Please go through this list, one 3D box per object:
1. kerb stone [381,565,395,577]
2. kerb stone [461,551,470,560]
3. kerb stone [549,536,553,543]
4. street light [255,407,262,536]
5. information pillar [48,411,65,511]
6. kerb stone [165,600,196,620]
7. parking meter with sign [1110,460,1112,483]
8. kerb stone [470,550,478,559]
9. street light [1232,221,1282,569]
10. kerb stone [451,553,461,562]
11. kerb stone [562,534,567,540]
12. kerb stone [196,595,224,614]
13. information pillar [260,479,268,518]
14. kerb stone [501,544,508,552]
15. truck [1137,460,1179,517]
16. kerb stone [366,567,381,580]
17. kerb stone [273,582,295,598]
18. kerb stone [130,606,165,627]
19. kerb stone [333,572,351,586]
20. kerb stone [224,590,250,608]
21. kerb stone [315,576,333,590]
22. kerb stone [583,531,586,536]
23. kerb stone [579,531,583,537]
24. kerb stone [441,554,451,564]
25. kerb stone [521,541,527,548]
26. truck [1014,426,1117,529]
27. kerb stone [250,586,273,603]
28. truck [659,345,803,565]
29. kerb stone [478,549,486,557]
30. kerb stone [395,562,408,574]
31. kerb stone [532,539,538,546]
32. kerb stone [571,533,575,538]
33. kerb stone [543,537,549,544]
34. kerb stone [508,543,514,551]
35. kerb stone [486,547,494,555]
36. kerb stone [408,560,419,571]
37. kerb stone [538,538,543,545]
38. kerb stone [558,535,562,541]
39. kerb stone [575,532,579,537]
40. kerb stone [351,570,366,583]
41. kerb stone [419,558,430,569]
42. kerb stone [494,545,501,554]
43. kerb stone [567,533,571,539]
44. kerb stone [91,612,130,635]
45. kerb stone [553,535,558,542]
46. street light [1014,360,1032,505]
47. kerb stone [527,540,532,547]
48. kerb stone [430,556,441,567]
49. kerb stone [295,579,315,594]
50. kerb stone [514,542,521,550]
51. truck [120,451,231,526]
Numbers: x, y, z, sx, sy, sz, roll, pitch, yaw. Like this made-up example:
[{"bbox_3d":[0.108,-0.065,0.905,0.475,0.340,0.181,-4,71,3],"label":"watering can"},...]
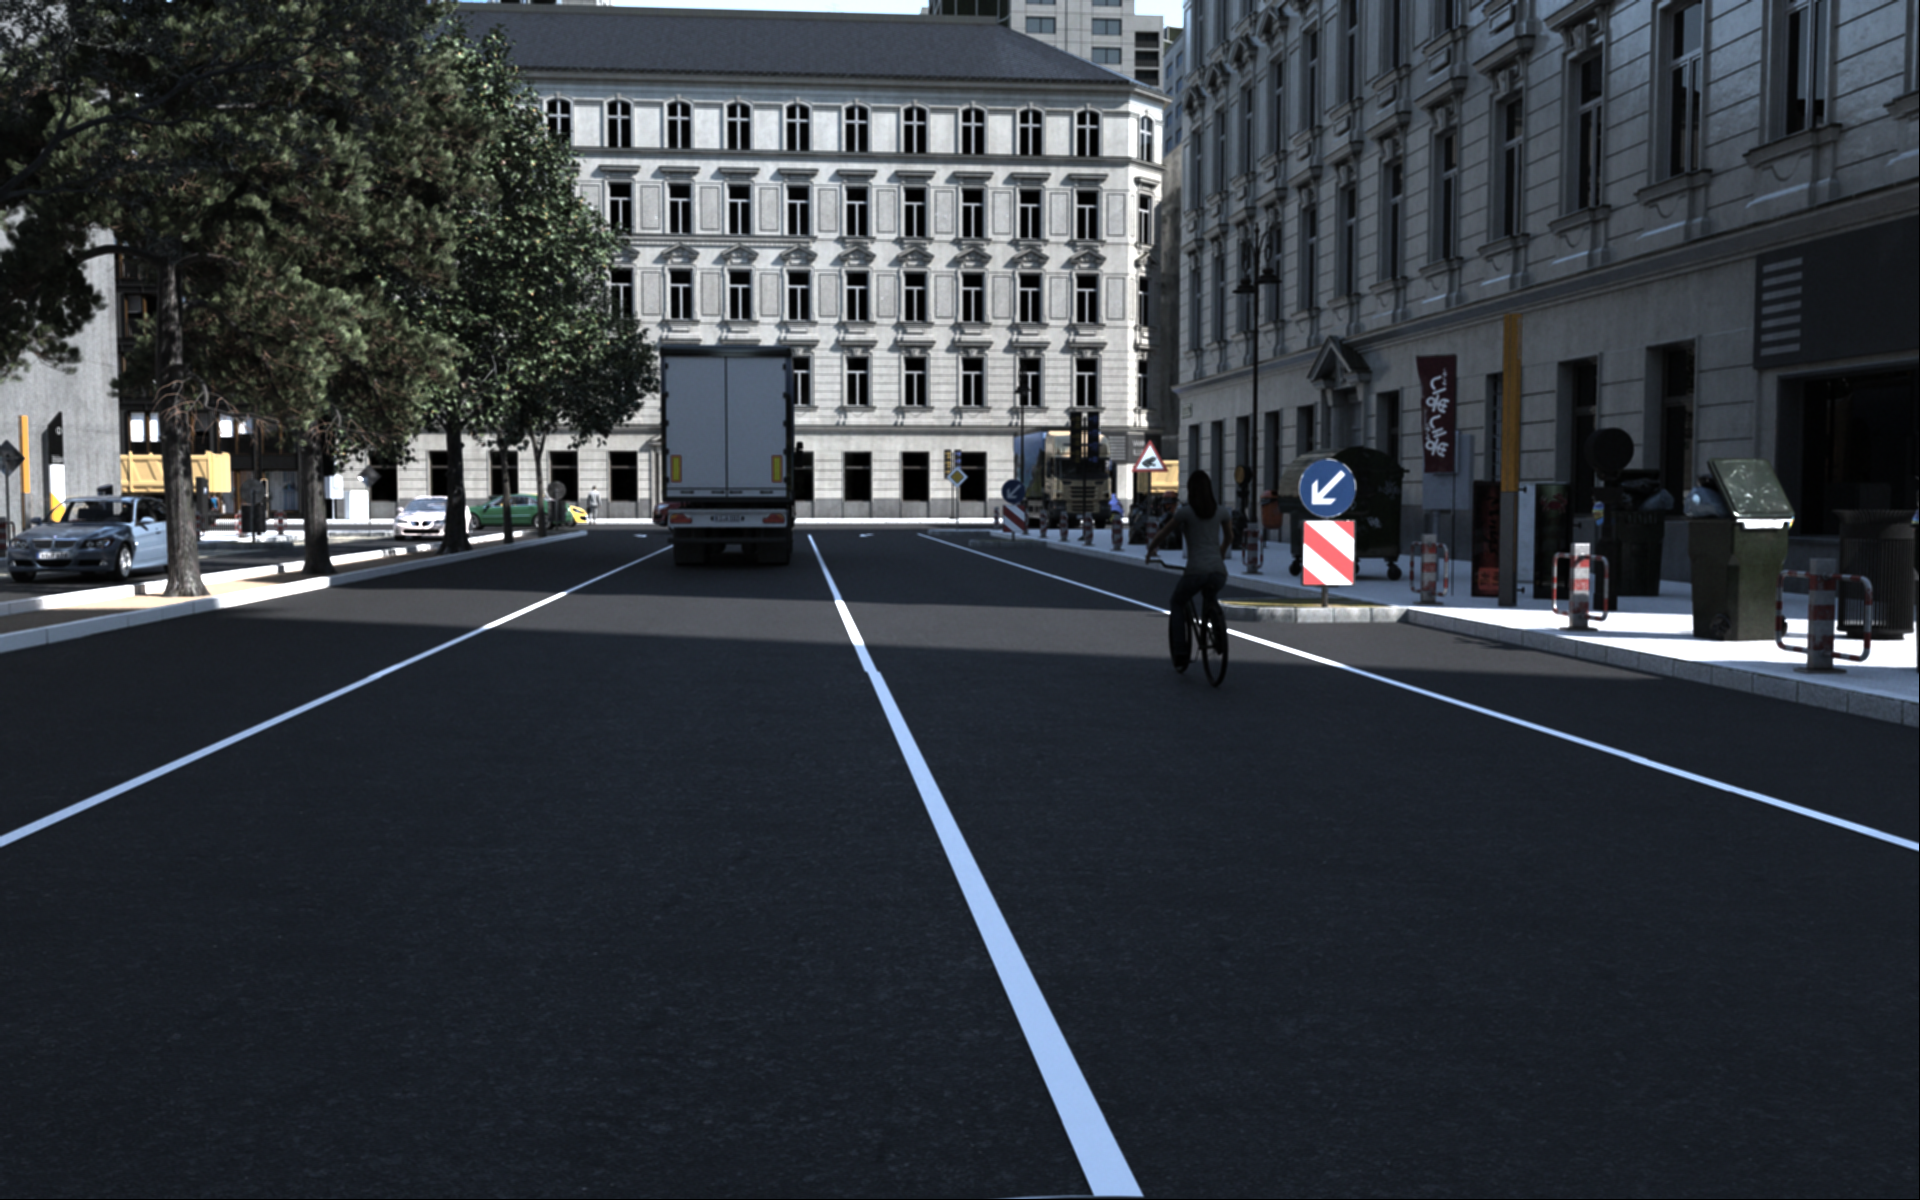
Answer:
[{"bbox_3d":[-10.141,-0.499,30.381,0.120,0.150,1.000,0,4,-6],"label":"kerb stone"},{"bbox_3d":[-10.840,-0.939,37.542,0.120,0.150,1.000,0,4,-6],"label":"kerb stone"},{"bbox_3d":[-12.148,-1.752,50.841,0.120,0.150,1.000,0,4,-6],"label":"kerb stone"},{"bbox_3d":[-21.701,-4.932,53.432,0.468,5.910,1.993,0,4,-6],"label":"street light"},{"bbox_3d":[-25.493,-3.519,48.895,0.183,3.616,0.504,1,4,13],"label":"information pillar"},{"bbox_3d":[-9.141,0.133,20.113,0.120,0.150,1.000,0,4,-6],"label":"kerb stone"},{"bbox_3d":[7.375,-5.563,87.208,0.543,3.016,1.738,0,4,3],"label":"parking meter with sign"},{"bbox_3d":[-10.937,-1.001,38.563,0.120,0.150,1.000,0,4,-6],"label":"kerb stone"},{"bbox_3d":[5.059,-3.479,29.671,0.468,5.910,1.993,0,4,-6],"label":"street light"},{"bbox_3d":[-10.741,-0.876,36.517,0.120,0.150,1.000,0,4,-6],"label":"kerb stone"},{"bbox_3d":[-12.451,-1.941,53.924,0.120,0.150,1.000,0,4,-6],"label":"kerb stone"},{"bbox_3d":[-9.233,0.065,21.134,0.120,0.150,1.000,0,4,-6],"label":"kerb stone"},{"bbox_3d":[-34.543,-4.985,85.999,0.304,2.012,0.304,-2,4,-24],"label":"information pillar"},{"bbox_3d":[-11.348,-1.246,42.652,0.120,0.150,1.000,0,4,-6],"label":"kerb stone"},{"bbox_3d":[13.353,-5.221,81.284,9.791,3.379,3.469,0,4,-5],"label":"truck"},{"bbox_3d":[-10.036,-0.438,29.354,0.120,0.150,1.000,0,4,-6],"label":"kerb stone"},{"bbox_3d":[-9.539,-0.120,24.211,0.120,0.150,1.000,0,4,-6],"label":"kerb stone"},{"bbox_3d":[-9.036,0.196,19.087,0.120,0.150,1.000,0,4,-6],"label":"kerb stone"},{"bbox_3d":[-9.835,-0.308,27.298,0.120,0.150,1.000,0,4,-6],"label":"kerb stone"},{"bbox_3d":[-9.332,0.002,22.162,0.120,0.150,1.000,0,4,-6],"label":"kerb stone"},{"bbox_3d":[-9.738,-0.249,26.261,0.120,0.150,1.000,0,4,-6],"label":"kerb stone"},{"bbox_3d":[-12.944,-2.251,59.049,0.120,0.150,1.000,0,4,-6],"label":"kerb stone"},{"bbox_3d":[-12.852,-2.183,58.017,0.120,0.150,1.000,0,4,-6],"label":"kerb stone"},{"bbox_3d":[-10.641,-0.809,35.497,0.120,0.150,1.000,0,4,-6],"label":"kerb stone"},{"bbox_3d":[-11.647,-1.439,45.721,0.120,0.150,1.000,0,4,-6],"label":"kerb stone"},{"bbox_3d":[4.314,-5.175,73.520,2.839,4.237,11.283,0,4,-7],"label":"truck"},{"bbox_3d":[-9.437,-0.060,23.182,0.120,0.150,1.000,0,4,-6],"label":"kerb stone"},{"bbox_3d":[-4.894,-3.015,38.215,2.839,4.237,11.283,0,4,-5],"label":"truck"},{"bbox_3d":[-11.040,-1.063,39.583,0.120,0.150,1.000,0,4,-6],"label":"kerb stone"},{"bbox_3d":[-10.235,-0.560,31.402,0.120,0.150,1.000,0,4,-6],"label":"kerb stone"},{"bbox_3d":[-11.838,-1.563,47.763,0.120,0.150,1.000,0,4,-6],"label":"kerb stone"},{"bbox_3d":[-12.651,-2.065,55.966,0.120,0.150,1.000,0,4,-6],"label":"kerb stone"},{"bbox_3d":[-12.041,-1.682,49.822,0.120,0.150,1.000,0,4,-6],"label":"kerb stone"},{"bbox_3d":[-11.448,-1.314,43.676,0.120,0.150,1.000,0,4,-6],"label":"kerb stone"},{"bbox_3d":[-11.142,-1.118,40.606,0.120,0.150,1.000,0,4,-6],"label":"kerb stone"},{"bbox_3d":[-10.339,-0.625,32.422,0.120,0.150,1.000,0,4,-6],"label":"kerb stone"},{"bbox_3d":[-11.945,-1.627,48.790,0.120,0.150,1.000,0,4,-6],"label":"kerb stone"},{"bbox_3d":[-12.352,-1.878,52.904,0.120,0.150,1.000,0,4,-6],"label":"kerb stone"},{"bbox_3d":[-12.750,-2.128,56.995,0.120,0.150,1.000,0,4,-6],"label":"kerb stone"},{"bbox_3d":[-9.939,-0.375,28.328,0.120,0.150,1.000,0,4,-6],"label":"kerb stone"},{"bbox_3d":[-10.445,-0.688,33.444,0.120,0.150,1.000,0,4,-6],"label":"kerb stone"},{"bbox_3d":[-11.250,-1.189,41.631,0.120,0.150,1.000,0,4,-6],"label":"kerb stone"},{"bbox_3d":[-12.555,-2.003,54.944,0.120,0.150,1.000,0,4,-6],"label":"kerb stone"},{"bbox_3d":[-8.938,0.254,18.067,0.120,0.150,1.000,0,4,-6],"label":"kerb stone"},{"bbox_3d":[-12.253,-1.816,51.880,0.120,0.150,1.000,0,4,-6],"label":"kerb stone"},{"bbox_3d":[2.158,-5.334,60.003,0.468,5.910,1.993,0,4,-6],"label":"street light"},{"bbox_3d":[-11.746,-1.501,46.742,0.120,0.150,1.000,0,4,-6],"label":"kerb stone"},{"bbox_3d":[-10.543,-0.746,34.472,0.120,0.150,1.000,0,4,-6],"label":"kerb stone"},{"bbox_3d":[-9.634,-0.184,25.242,0.120,0.150,1.000,0,4,-6],"label":"kerb stone"},{"bbox_3d":[-11.542,-1.376,44.701,0.120,0.150,1.000,0,4,-6],"label":"kerb stone"},{"bbox_3d":[-34.603,-4.487,69.279,9.791,3.379,3.469,0,4,-8],"label":"truck"}]
